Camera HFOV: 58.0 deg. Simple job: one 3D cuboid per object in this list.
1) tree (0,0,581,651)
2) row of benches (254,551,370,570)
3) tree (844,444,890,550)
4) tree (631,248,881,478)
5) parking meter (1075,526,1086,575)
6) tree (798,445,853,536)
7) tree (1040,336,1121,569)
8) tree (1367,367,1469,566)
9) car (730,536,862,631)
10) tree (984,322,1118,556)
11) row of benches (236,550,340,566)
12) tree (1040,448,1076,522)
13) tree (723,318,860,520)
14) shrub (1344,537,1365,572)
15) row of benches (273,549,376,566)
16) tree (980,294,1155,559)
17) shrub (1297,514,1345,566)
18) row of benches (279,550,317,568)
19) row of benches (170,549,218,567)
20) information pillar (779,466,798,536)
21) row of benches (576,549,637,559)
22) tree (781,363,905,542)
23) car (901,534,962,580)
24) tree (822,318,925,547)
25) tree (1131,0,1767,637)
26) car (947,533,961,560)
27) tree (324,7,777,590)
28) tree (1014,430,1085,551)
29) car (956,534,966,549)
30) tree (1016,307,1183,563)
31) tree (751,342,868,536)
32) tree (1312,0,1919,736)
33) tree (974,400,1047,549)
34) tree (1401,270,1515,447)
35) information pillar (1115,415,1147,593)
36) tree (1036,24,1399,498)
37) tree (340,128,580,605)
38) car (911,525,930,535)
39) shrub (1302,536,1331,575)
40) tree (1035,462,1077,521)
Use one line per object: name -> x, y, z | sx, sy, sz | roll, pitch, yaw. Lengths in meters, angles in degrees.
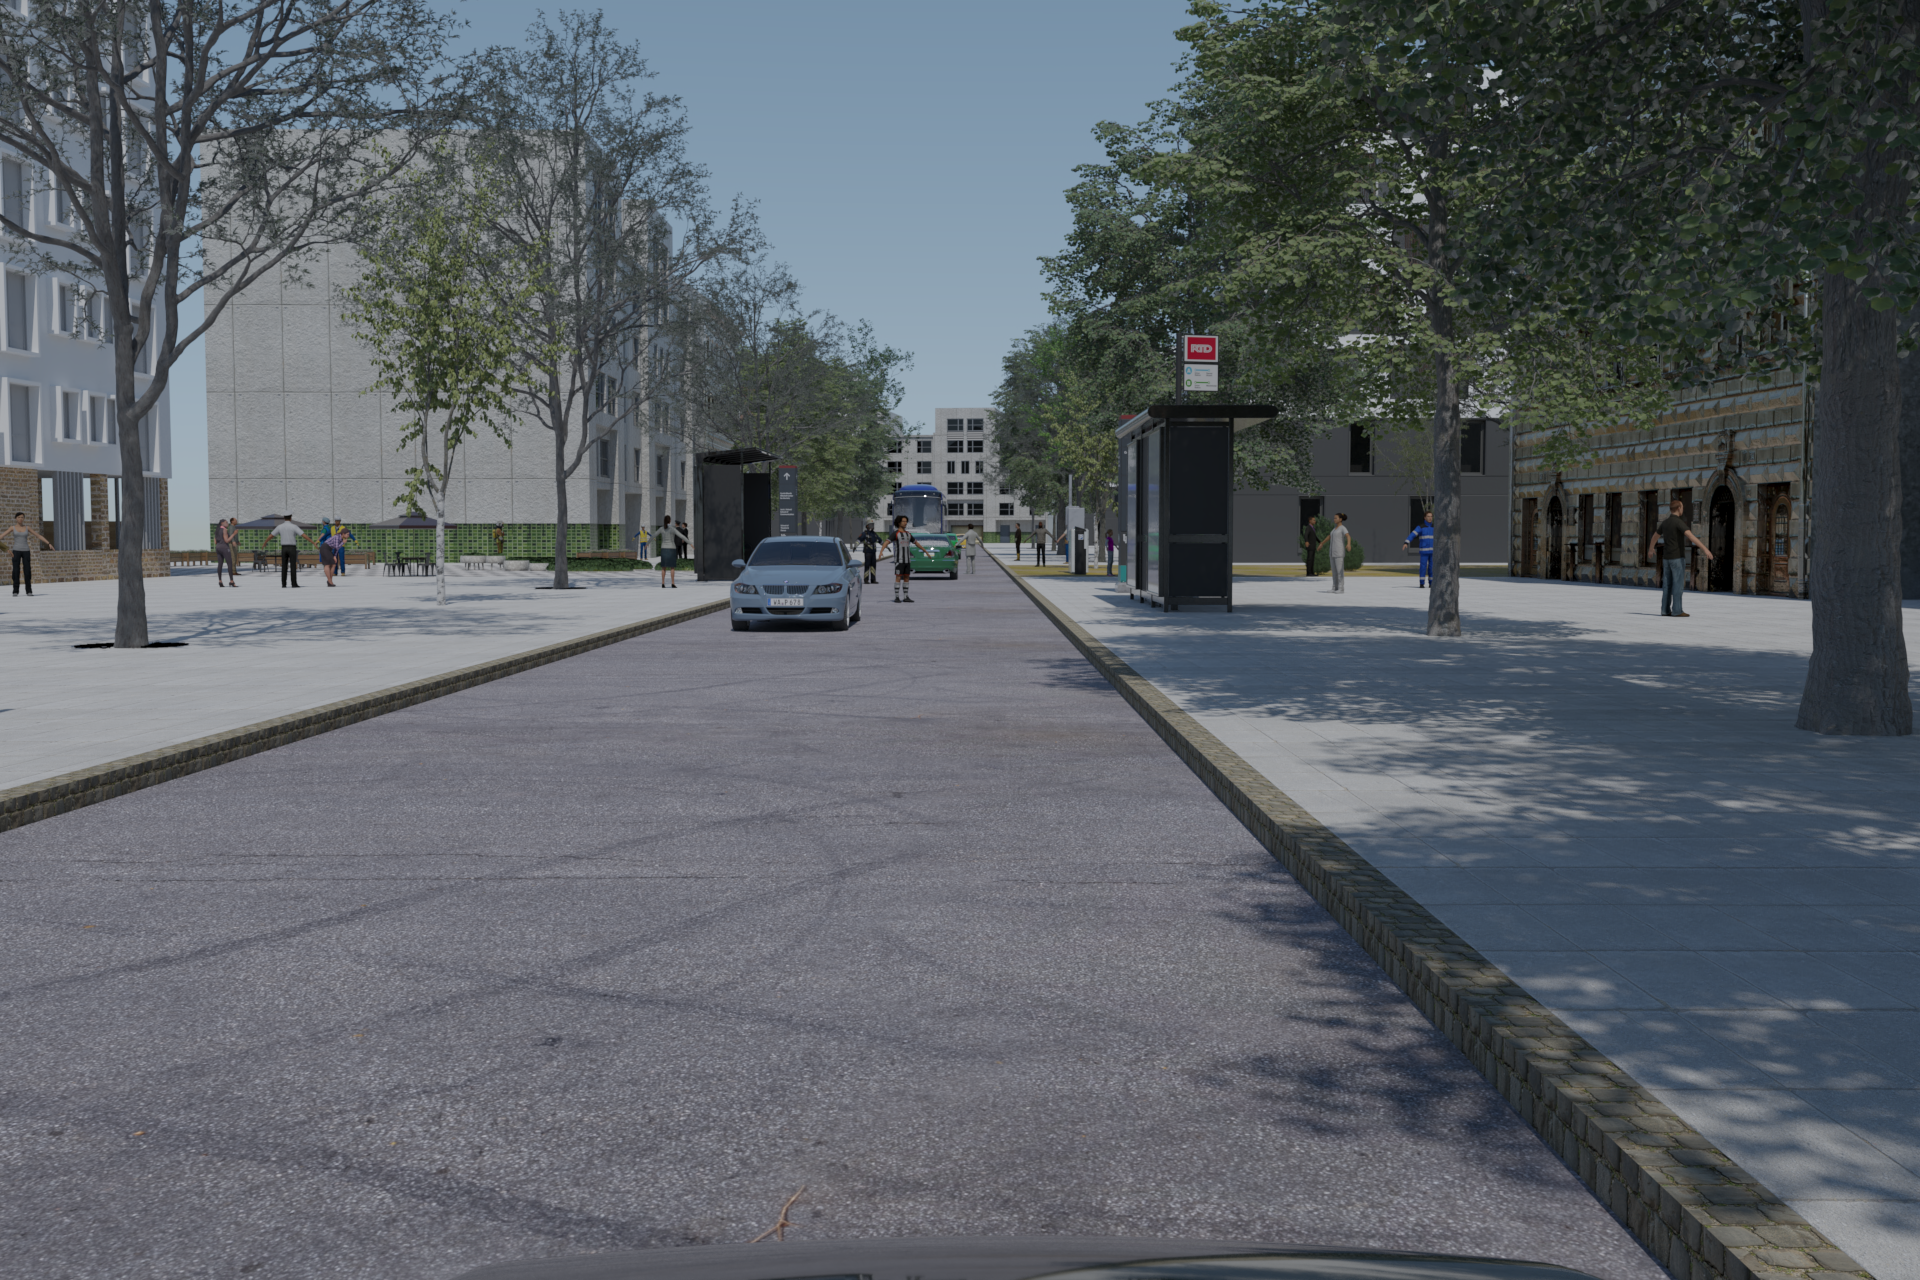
tree -> -9.228, -6.658, 19.220 | 12.009, 13.543, 11.850 | 0, 3, 0
row of benches -> -23.654, -2.909, 63.018 | 4.104, 0.672, 1.422 | 0, 4, -8
tree -> -9.249, -12.711, 142.238 | 7.601, 10.594, 8.767 | -2, 4, -27
tree -> -8.578, -9.994, 73.772 | 12.009, 13.543, 11.850 | 0, 3, 0
parking meter -> 3.823, -2.846, 54.950 | 0.372, 1.533, 0.369 | 0, 3, 0
tree -> -8.995, -9.863, 111.618 | 4.737, 8.622, 4.395 | 0, 3, 0
tree -> 5.015, -6.926, 63.607 | 4.737, 8.622, 4.395 | 0, 3, 0
tree -> 19.319, -7.342, 70.396 | 4.360, 8.622, 3.978 | 0, 3, 0
car -> -2.507, -0.931, 27.228 | 2.014, 1.417, 4.499 | 0, 4, 0
tree -> 6.168, -12.036, 103.437 | 9.857, 13.997, 8.962 | 0, 3, 0
row of benches -> -26.914, -3.294, 69.317 | 4.104, 0.672, 1.422 | -1, 4, -14
tree -> 7.178, -10.502, 122.066 | 4.737, 8.622, 4.395 | 0, 3, 0
tree -> -9.097, -10.561, 90.807 | 7.486, 12.596, 7.792 | 0, 3, 0
shrub -> 13.346, -2.942, 59.210 | 1.383, 1.207, 1.383 | 0, 3, 0
row of benches -> -26.103, -3.424, 71.437 | 4.104, 0.672, 1.422 | -1, 4, -14
tree -> 6.145, -10.901, 88.594 | 12.009, 13.543, 11.850 | 0, 3, 0
shrub -> 12.847, -3.499, 61.620 | 1.690, 2.028, 1.600 | 0, 3, 0
row of benches -> -25.384, -3.110, 66.312 | 1.422, 0.672, 4.104 | -2, 4, -31
row of benches -> -31.014, -3.304, 69.482 | 1.422, 0.672, 4.104 | 0, 4, 5
information pillar -> -6.512, -4.671, 65.747 | 0.750, 3.857, 0.750 | 0, 4, 2
row of benches -> -14.397, -3.395, 70.968 | 1.422, 0.672, 4.104 | 1, 4, 17
tree -> -8.747, -13.440, 126.394 | 9.857, 13.997, 8.962 | 0, 3, 0
car -> -0.980, -2.680, 55.621 | 2.131, 1.459, 4.920 | 0, 4, -1
tree -> -9.357, -18.282, 154.801 | 12.611, 20.169, 13.585 | 0, 3, 0
tree -> 5.865, -6.345, 21.868 | 7.486, 12.596, 7.792 | 0, 3, 0
car -> -0.848, -5.487, 98.504 | 1.959, 1.807, 4.718 | 0, 4, -1
tree -> -9.146, -7.926, 39.968 | 12.009, 13.543, 11.850 | 0, 3, 0
tree -> 7.198, -12.473, 129.683 | 9.928, 11.665, 9.643 | 0, 3, 0
car -> 0.189, -8.541, 149.862 | 2.015, 1.641, 3.980 | 0, 4, 0
tree -> 6.385, -9.305, 77.888 | 9.928, 11.665, 9.643 | 0, 3, 0
tree -> -9.187, -11.172, 100.783 | 7.486, 12.596, 7.792 | 0, 3, 0
tree -> 5.872, -6.368, 10.778 | 9.857, 13.997, 8.962 | 0, 3, 0
tree -> 6.260, -14.616, 149.333 | 12.009, 13.543, 11.850 | 0, 3, 0
tree -> 20.640, -9.198, 60.755 | 12.009, 13.543, 11.850 | 0, 3, 0
information pillar -> 3.808, -2.971, 37.957 | 0.750, 3.857, 0.750 | 0, 4, 0
tree -> 6.714, -8.483, 45.349 | 9.857, 13.997, 8.962 | 0, 3, 0
tree -> -9.231, -4.940, 31.128 | 4.737, 8.622, 4.395 | 0, 3, 0
car -> -1.635, -3.725, 69.701 | 1.959, 1.807, 4.718 | 0, 4, 1
shrub -> 11.254, -2.642, 54.317 | 1.383, 1.207, 1.383 | 0, 3, 0
tree -> 6.556, -10.107, 115.609 | 4.360, 8.622, 3.978 | 0, 3, 0
